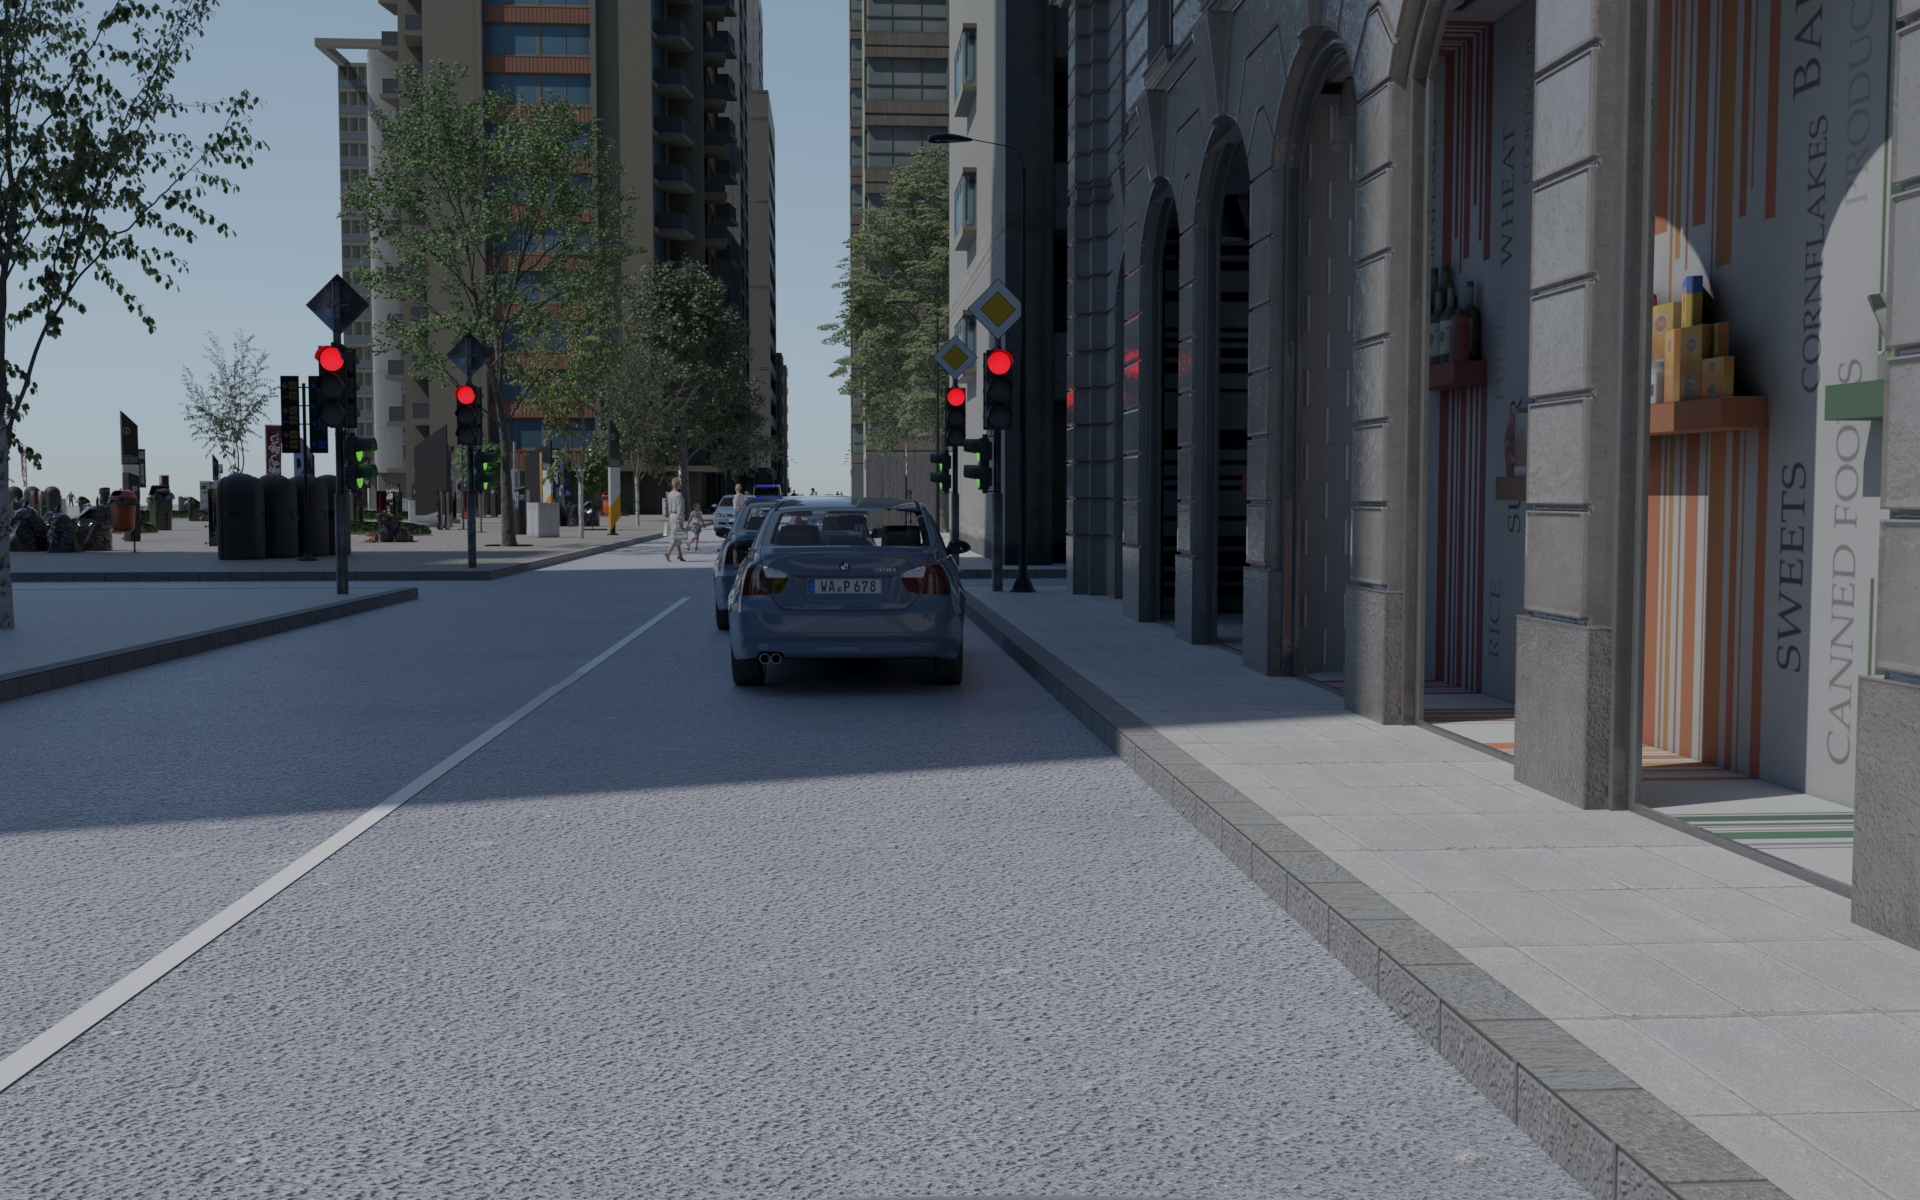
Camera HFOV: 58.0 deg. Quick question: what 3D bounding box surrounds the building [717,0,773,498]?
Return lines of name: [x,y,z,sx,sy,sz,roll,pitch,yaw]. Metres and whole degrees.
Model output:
building: [-36.267,-49.544,248.302,20.563,71.187,20.611,0,4,-4]

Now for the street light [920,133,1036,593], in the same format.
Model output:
street light: [0.284,-3.055,22.484,1.470,5.913,1.316,0,4,-4]

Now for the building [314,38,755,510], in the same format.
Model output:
building: [-33.638,-27.661,144.139,32.217,40.220,23.993,0,4,-4]

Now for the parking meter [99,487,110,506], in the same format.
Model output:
parking meter: [-31.559,-3.396,63.934,0.372,1.533,0.369,0,3,0]

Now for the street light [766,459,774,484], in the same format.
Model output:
street light: [-17.007,-10.822,149.475,1.470,5.913,1.316,0,4,-4]

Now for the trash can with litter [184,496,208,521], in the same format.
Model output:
trash can with litter: [-35.907,-4.291,81.551,0.624,1.170,1.055,2,4,33]

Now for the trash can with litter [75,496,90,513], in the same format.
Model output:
trash can with litter: [-47.102,-5.017,93.420,0.624,1.170,1.055,1,4,16]

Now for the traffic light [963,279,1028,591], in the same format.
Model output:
traffic light: [0.473,-2.069,22.757,0.839,4.253,0.868,0,4,-4]

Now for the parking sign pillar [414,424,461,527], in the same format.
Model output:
parking sign pillar: [-20.466,-4.817,67.224,1.447,3.967,1.447,0,4,6]

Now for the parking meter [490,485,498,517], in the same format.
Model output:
parking meter: [-26.222,-5.615,97.521,0.399,1.863,0.255,1,4,22]

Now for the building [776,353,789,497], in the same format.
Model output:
building: [-36.584,-23.241,225.022,27.650,21.520,28.899,0,4,-4]

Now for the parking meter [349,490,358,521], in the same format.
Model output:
parking meter: [-24.417,-3.918,69.770,0.255,1.863,0.399,-3,5,-42]

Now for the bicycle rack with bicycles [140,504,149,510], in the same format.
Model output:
bicycle rack with bicycles: [-43.795,-4.893,93.378,2.925,0.926,2.852,1,4,9]

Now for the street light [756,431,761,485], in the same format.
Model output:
street light: [-15.415,-9.526,128.294,1.470,5.913,1.316,0,4,-4]

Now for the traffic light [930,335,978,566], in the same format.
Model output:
traffic light: [-0.103,-2.557,30.721,0.839,4.253,0.868,0,4,-4]

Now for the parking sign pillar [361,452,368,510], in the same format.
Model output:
parking sign pillar: [-35.506,-6.997,102.872,1.447,3.967,1.447,-1,4,-10]

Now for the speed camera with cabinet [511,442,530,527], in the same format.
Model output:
speed camera with cabinet: [-17.019,-4.399,66.263,0.660,3.252,2.038,0,4,1]

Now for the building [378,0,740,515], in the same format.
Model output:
building: [-26.674,-28.344,118.052,22.147,44.769,28.867,0,4,-4]

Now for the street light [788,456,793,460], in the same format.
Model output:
street light: [-21.451,-14.567,210.717,1.470,5.913,1.316,0,4,-4]

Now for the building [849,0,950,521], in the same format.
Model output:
building: [0.716,-25.385,98.642,14.154,41.232,14.086,0,4,-4]

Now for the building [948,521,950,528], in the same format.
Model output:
building: [2.934,-23.751,71.928,14.154,41.232,14.086,0,4,-4]

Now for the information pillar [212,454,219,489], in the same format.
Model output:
information pillar: [-43.672,-6.745,101.640,0.183,3.616,0.504,1,4,14]

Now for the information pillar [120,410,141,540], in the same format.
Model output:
information pillar: [-23.379,-3.512,48.777,0.183,3.616,0.504,3,4,36]

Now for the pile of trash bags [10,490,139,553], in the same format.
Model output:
pile of trash bags: [-19.563,-1.760,38.526,3.447,1.369,1.912,2,4,25]

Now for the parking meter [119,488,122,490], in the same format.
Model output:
parking meter: [-32.036,-3.549,66.435,0.372,1.533,0.369,0,3,0]

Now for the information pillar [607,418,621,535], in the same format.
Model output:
information pillar: [-10.769,-3.824,53.881,0.183,3.616,0.504,2,4,28]

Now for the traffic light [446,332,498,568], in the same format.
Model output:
traffic light: [-8.492,-2.519,30.101,0.839,4.253,0.868,0,4,-4]

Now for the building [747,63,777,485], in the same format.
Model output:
building: [-32.164,-35.169,198.721,21.300,48.544,21.600,0,4,-4]

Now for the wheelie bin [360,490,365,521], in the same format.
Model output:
wheelie bin: [-27.466,-4.332,78.732,0.693,1.594,0.980,-3,5,-44]

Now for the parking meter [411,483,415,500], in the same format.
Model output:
parking meter: [-25.512,-4.623,81.300,0.399,1.863,0.255,0,4,5]

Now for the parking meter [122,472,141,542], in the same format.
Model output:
parking meter: [-22.352,-2.510,46.746,0.255,1.863,0.399,1,4,18]

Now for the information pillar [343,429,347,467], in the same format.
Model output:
information pillar: [-21.969,-4.295,61.573,0.183,3.616,0.504,1,4,17]

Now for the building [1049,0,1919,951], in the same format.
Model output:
building: [8.075,-10.349,11.012,13.314,21.916,24.055,0,4,-4]

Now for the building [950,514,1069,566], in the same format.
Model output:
building: [10.508,-25.519,40.943,21.600,48.544,21.300,0,4,-4]

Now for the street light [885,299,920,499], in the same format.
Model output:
street light: [-1.078,-4.215,41.459,1.470,5.913,1.316,0,4,-4]

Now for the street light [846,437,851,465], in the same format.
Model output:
street light: [-8.172,-10.191,139.161,1.470,5.913,1.316,0,4,-4]

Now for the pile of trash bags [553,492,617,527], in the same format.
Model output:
pile of trash bags: [-14.774,-3.575,68.212,3.447,1.369,1.912,2,4,35]

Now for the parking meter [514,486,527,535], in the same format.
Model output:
parking meter: [-13.874,-2.827,54.626,0.372,1.533,0.369,0,3,0]

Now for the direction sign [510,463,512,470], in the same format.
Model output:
direction sign: [-23.531,-6.018,90.383,0.379,3.537,0.876,-2,4,-30]

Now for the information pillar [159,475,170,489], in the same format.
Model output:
information pillar: [-30.669,-3.810,66.790,0.304,2.012,0.304,-3,4,-39]

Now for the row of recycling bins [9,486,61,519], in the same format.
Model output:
row of recycling bins: [-48.330,-5.038,89.483,3.534,1.692,1.069,-1,4,-8]

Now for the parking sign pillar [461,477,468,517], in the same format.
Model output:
parking sign pillar: [-22.536,-5.322,75.490,1.447,3.967,1.447,0,4,1]

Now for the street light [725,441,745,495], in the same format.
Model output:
street light: [-13.947,-8.230,107.105,1.470,5.913,1.316,0,4,-4]

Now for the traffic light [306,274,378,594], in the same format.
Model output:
traffic light: [-7.916,-2.032,22.136,0.839,4.253,0.868,0,4,-4]

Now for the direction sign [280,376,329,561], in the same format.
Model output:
direction sign: [-12.543,-2.520,33.192,0.876,3.537,0.379,0,4,-2]

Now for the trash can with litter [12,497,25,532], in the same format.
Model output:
trash can with litter: [-23.373,-1.981,43.450,1.678,1.210,2.233,-1,4,-11]

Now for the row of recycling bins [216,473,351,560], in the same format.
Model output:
row of recycling bins: [-13.661,-1.721,35.258,1.069,1.692,3.534,1,4,17]

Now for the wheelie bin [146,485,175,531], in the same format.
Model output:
wheelie bin: [-28.154,-3.253,61.091,0.693,1.594,0.980,3,5,41]

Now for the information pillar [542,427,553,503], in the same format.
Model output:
information pillar: [-14.434,-4.235,60.590,0.504,3.616,0.183,3,5,42]

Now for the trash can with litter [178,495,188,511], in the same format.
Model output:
trash can with litter: [-43.536,-5.214,96.307,2.233,1.210,1.678,0,3,0]

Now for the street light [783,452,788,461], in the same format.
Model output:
street light: [-19.841,-13.270,189.505,1.470,5.913,1.316,0,4,-4]

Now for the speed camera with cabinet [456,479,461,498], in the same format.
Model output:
speed camera with cabinet: [-30.493,-6.681,103.565,2.038,3.252,0.660,-1,4,-15]

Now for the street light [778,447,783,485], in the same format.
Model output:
street light: [-18.505,-12.118,170.662,1.470,5.913,1.316,0,4,-4]
